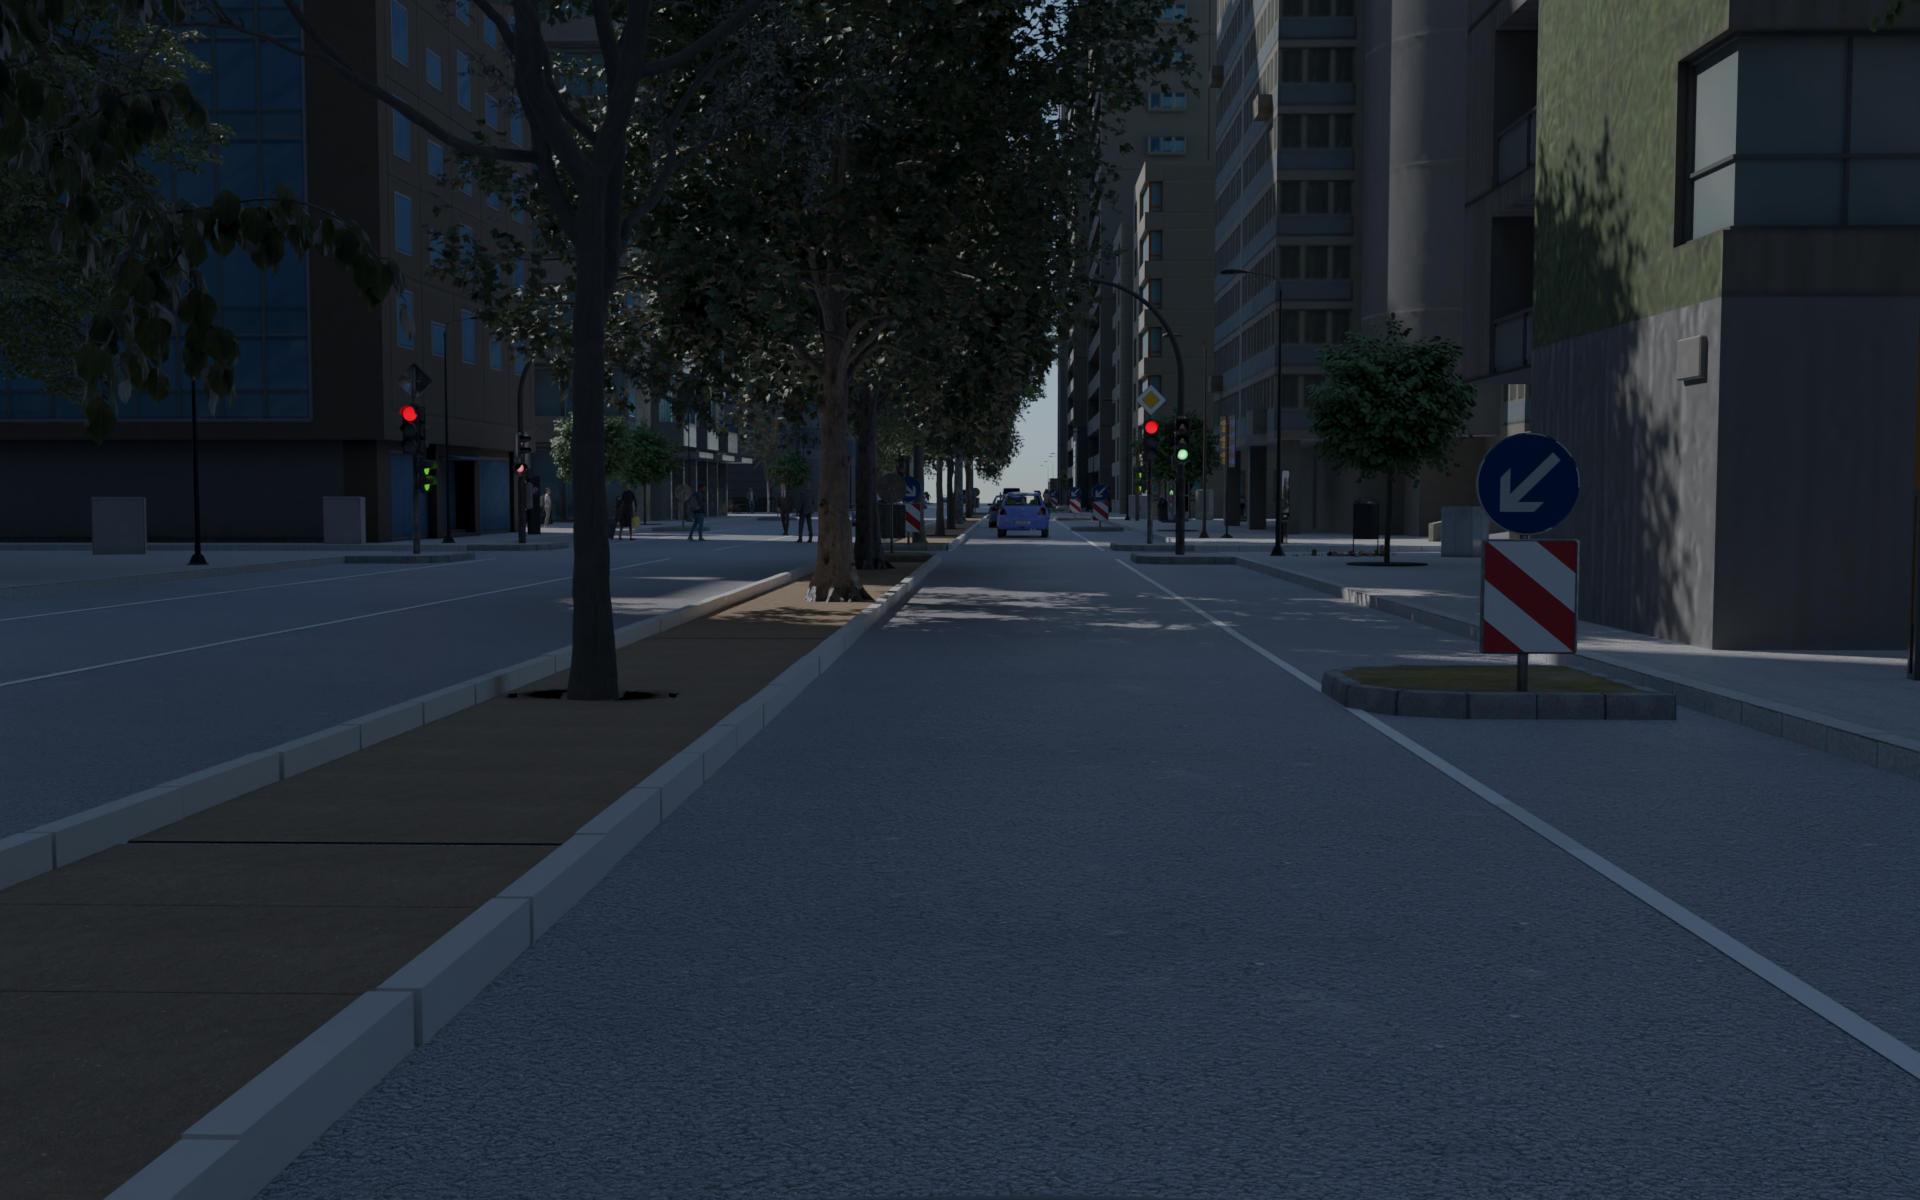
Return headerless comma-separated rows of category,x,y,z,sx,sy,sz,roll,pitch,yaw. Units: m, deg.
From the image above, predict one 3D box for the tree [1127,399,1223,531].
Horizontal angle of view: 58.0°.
tree,7.500,-4.667,60.018,4.285,4.588,4.351,0,3,0

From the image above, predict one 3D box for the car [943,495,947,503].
car,-2.158,-14.054,242.355,1.945,1.354,3.894,0,4,3

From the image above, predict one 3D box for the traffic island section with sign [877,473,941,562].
traffic island section with sign,-1.515,-1.769,37.065,2.006,1.907,1.989,0,4,2

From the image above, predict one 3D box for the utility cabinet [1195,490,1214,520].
utility cabinet,12.064,-4.698,85.490,0.318,1.500,1.173,-2,4,-25

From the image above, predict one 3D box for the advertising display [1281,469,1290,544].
advertising display,8.374,-2.425,44.857,0.123,1.923,0.974,1,4,23

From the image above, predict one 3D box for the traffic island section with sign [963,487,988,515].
traffic island section with sign,1.037,-6.816,119.571,2.006,1.907,1.989,0,4,2

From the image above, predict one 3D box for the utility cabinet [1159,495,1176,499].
utility cabinet,10.118,-4.469,84.234,0.306,1.237,1.020,-2,4,-29

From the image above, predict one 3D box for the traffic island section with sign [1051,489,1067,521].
traffic island section with sign,6.129,-5.250,94.458,1.989,1.847,2.006,0,4,2

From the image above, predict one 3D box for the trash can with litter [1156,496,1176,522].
trash can with litter,9.709,-4.244,80.782,1.055,1.170,0.624,-1,4,-9

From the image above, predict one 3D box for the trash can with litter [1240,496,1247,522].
trash can with litter,13.201,-4.246,80.802,0.624,1.170,1.055,0,4,-6

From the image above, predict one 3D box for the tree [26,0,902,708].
tree,-2.593,-6.057,11.855,12.009,13.543,11.850,0,3,0

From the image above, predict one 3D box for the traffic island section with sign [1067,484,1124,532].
traffic island section with sign,5.295,-3.578,67.125,1.989,1.847,2.006,0,4,2

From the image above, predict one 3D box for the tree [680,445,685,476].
tree,-13.285,-5.425,72.413,4.285,4.588,4.351,0,3,0

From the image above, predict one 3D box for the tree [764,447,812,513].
tree,-11.545,-8.162,117.161,4.285,4.588,4.351,0,3,0

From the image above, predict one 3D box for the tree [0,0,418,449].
tree,-2.668,-3.095,3.423,4.360,8.622,3.978,0,3,0

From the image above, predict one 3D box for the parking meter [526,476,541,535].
parking meter,-13.530,-3.009,54.912,0.399,1.863,0.255,-3,5,-40

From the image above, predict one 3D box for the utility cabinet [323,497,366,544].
utility cabinet,-15.752,-2.029,44.331,1.020,1.237,0.306,1,4,9

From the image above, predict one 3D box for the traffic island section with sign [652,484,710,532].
traffic island section with sign,-10.752,-3.573,67.045,1.989,1.847,2.006,0,4,2

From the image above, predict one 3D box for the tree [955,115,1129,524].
tree,1.151,-13.622,81.068,12.611,20.169,13.585,0,3,0

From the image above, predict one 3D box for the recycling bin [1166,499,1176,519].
recycling bin,10.092,-4.319,83.164,0.722,1.027,0.722,-1,4,-8

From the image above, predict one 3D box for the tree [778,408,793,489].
tree,-12.208,-9.749,109.765,4.360,8.622,3.978,0,3,0

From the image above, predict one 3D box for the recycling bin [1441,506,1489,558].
recycling bin,10.345,-1.401,35.466,0.722,1.027,0.722,-3,5,-43

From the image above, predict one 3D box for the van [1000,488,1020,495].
van,5.054,-10.200,171.160,2.240,2.365,5.245,0,4,0

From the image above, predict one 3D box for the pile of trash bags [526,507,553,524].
pile of trash bags,-18.977,-3.902,73.553,3.447,1.369,1.912,0,4,-4

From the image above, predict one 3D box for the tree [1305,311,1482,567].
tree,7.689,-2.899,31.115,4.285,4.588,4.351,0,3,0

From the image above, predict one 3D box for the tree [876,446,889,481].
tree,-9.523,-15.013,195.818,4.737,8.622,4.395,0,3,0

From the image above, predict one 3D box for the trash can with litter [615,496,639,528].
trash can with litter,-12.997,-3.419,66.963,1.678,1.210,2.233,0,4,5

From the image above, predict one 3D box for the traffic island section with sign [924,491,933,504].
traffic island section with sign,-4.937,-15.043,254.587,1.989,1.847,2.006,0,4,2

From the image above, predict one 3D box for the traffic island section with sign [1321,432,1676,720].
traffic island section with sign,3.581,-0.203,11.952,1.989,1.847,2.006,0,4,2

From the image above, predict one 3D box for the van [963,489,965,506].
van,1.087,-12.488,208.558,2.240,2.365,5.245,0,4,1

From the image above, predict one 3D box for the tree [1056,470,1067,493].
tree,13.049,-13.529,204.916,4.285,4.588,4.351,0,3,0

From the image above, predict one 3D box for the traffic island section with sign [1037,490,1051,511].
traffic island section with sign,7.657,-8.273,143.890,1.989,1.847,2.006,0,4,2

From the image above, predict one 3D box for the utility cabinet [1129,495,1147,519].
utility cabinet,9.181,-4.814,89.873,1.020,1.237,0.306,1,4,9

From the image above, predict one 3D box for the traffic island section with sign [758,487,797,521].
traffic island section with sign,-9.908,-5.237,94.251,1.989,1.847,2.006,0,4,2

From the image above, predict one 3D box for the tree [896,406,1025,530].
tree,-0.473,-8.658,69.764,9.928,11.665,9.643,0,3,0

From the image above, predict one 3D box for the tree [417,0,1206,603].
tree,-1.671,-6.317,22.747,9.611,12.733,9.660,0,3,0

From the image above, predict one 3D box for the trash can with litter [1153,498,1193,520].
trash can with litter,10.544,-4.622,86.628,2.233,1.210,1.678,0,4,1

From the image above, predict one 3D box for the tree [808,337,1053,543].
tree,-1.073,-7.819,48.429,7.486,12.596,7.792,0,3,0

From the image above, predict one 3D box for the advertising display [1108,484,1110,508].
advertising display,10.008,-6.807,116.514,0.123,1.923,0.974,0,4,5

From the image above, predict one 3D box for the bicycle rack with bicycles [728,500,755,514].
bicycle rack with bicycles,-14.565,-5.973,111.047,2.925,0.926,2.852,-2,4,-27

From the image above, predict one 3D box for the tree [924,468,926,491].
tree,-7.207,-20.152,279.852,4.360,8.622,3.978,0,3,0

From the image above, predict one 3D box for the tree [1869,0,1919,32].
tree,6.079,-3.505,7.672,4.737,8.622,4.395,0,3,0

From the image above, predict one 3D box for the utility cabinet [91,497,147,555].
utility cabinet,-17.902,-1.573,36.884,1.020,1.237,0.306,-1,4,-17

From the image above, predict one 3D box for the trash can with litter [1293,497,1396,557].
trash can with litter,8.027,-1.526,36.012,2.233,1.210,1.678,0,4,5

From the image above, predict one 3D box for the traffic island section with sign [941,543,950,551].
traffic island section with sign,-1.276,-2.222,44.468,2.006,1.907,1.989,0,4,2

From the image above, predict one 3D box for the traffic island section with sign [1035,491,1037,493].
traffic island section with sign,8.509,-9.966,171.578,1.989,1.847,2.006,0,4,2

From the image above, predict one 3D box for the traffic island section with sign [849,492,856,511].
traffic island section with sign,-8.353,-8.294,144.229,1.989,1.847,2.006,0,4,2

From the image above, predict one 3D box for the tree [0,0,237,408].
tree,-14.556,-6.555,25.306,7.486,12.596,7.792,0,3,0

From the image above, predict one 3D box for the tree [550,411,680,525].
tree,-13.086,-4.767,61.651,4.285,4.588,4.351,0,3,0
